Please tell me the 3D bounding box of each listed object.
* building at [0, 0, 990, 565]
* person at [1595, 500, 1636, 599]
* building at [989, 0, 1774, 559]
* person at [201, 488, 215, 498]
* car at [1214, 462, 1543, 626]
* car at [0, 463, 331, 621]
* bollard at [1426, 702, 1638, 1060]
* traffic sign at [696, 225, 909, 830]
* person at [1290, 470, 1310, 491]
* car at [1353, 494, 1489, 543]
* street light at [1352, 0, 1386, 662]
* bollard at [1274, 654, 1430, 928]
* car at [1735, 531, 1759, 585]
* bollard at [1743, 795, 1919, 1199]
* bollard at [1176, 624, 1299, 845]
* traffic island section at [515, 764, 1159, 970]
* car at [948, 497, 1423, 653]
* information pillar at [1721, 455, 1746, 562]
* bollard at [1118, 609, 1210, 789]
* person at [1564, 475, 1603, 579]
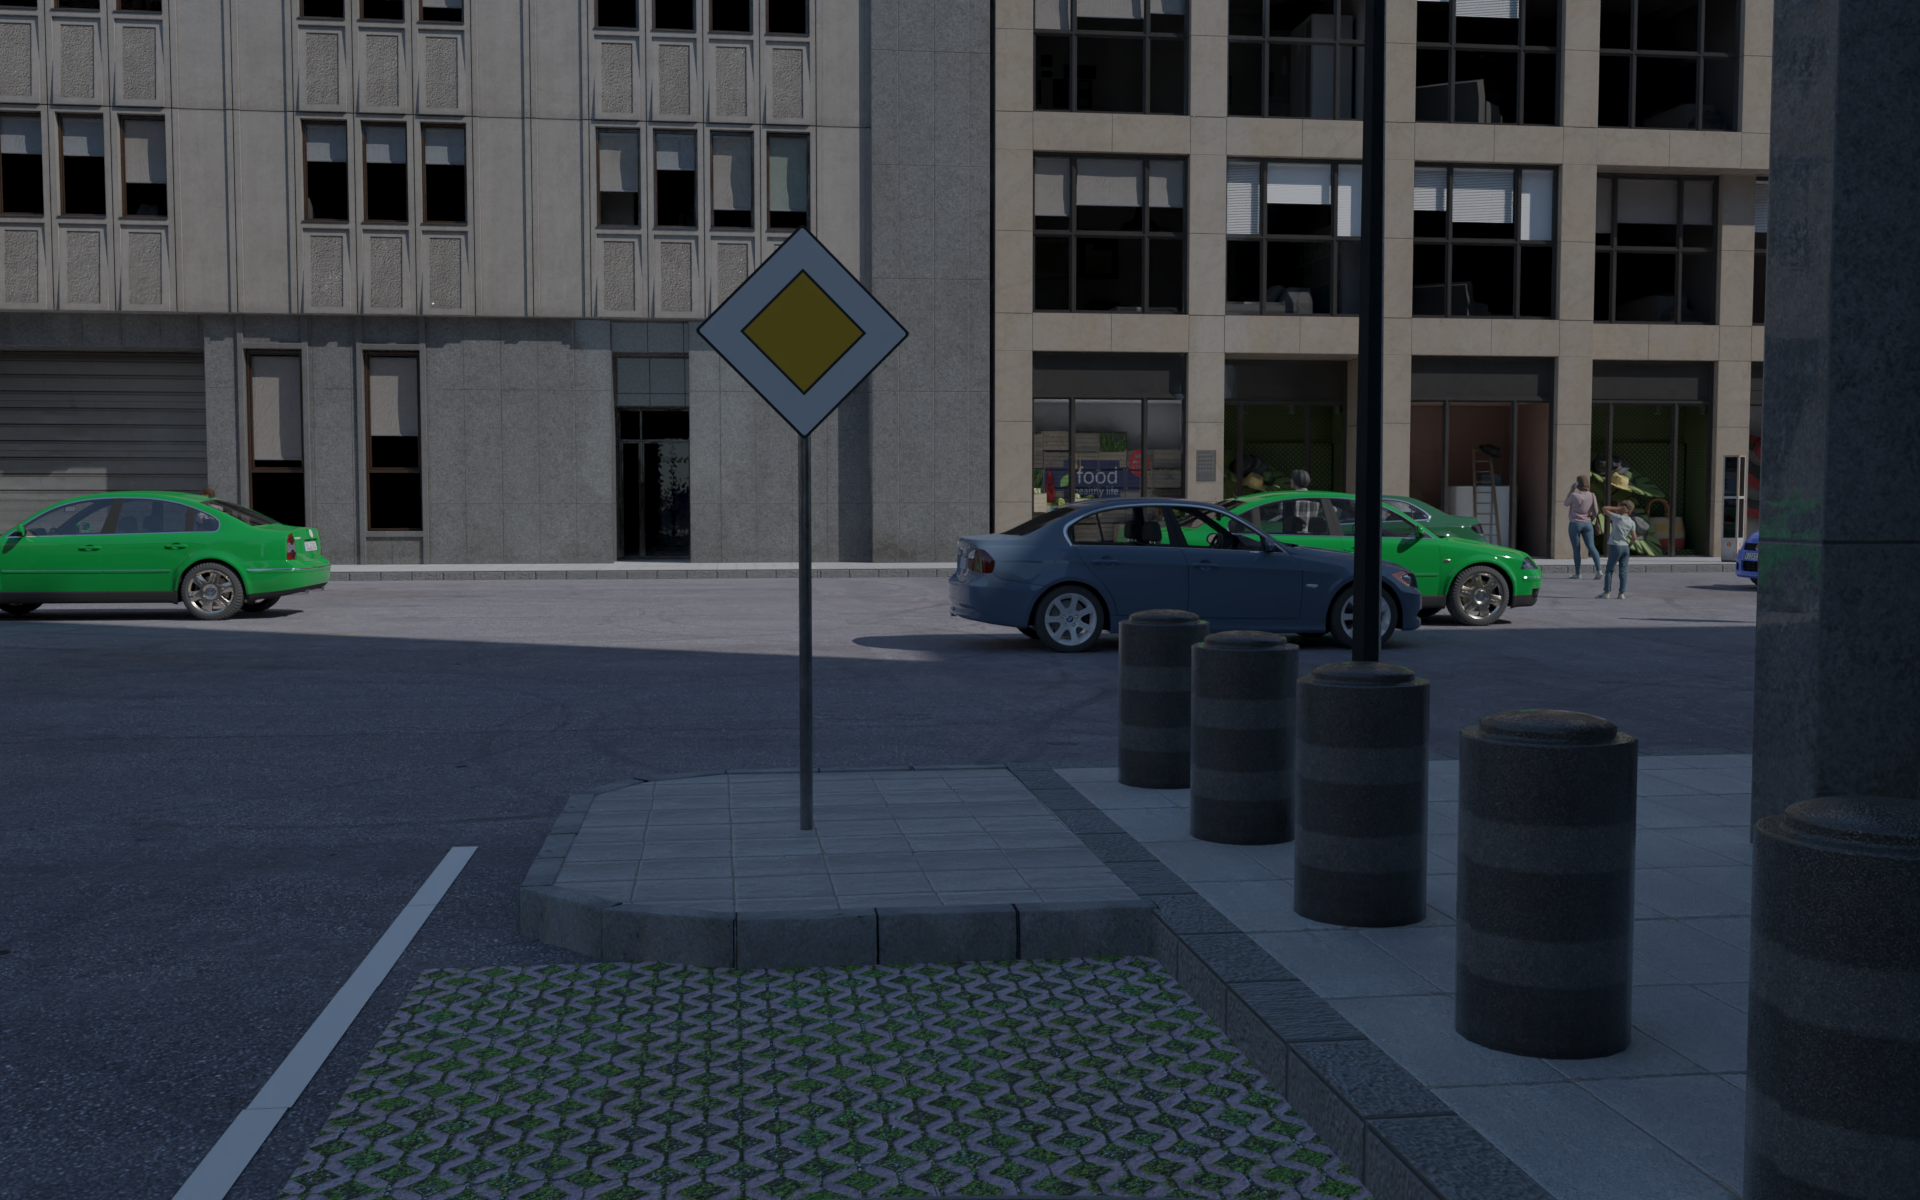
[{"bbox_3d":[-10.091,-13.355,36.370,19.932,24.808,12.078,0,4,-8],"label":"building"},{"bbox_3d":[8.979,-0.691,23.708,0.435,1.345,0.340,-1,4,-14],"label":"person"},{"bbox_3d":[16.241,-14.613,43.438,34.151,26.468,19.350,0,4,-8],"label":"building"},{"bbox_3d":[-11.769,-0.996,27.260,0.523,1.526,0.387,0,4,-4],"label":"person"},{"bbox_3d":[4.147,-0.646,19.354,4.718,1.807,1.959,0,4,-8],"label":"car"},{"bbox_3d":[-9.889,-0.700,20.235,4.718,1.807,1.959,0,4,-6],"label":"car"},{"bbox_3d":[1.383,0.649,4.100,0.404,0.777,0.398,0,3,0],"label":"bollard"},{"bbox_3d":[-0.590,-0.179,6.567,0.795,2.450,0.064,0,4,-8],"label":"traffic sign"},{"bbox_3d":[4.285,-0.761,21.666,0.841,1.734,0.376,-1,4,-19],"label":"person"},{"bbox_3d":[6.445,-1.073,29.339,4.920,1.459,2.131,-1,4,-9],"label":"car"},{"bbox_3d":[0.934,-2.051,6.069,1.470,5.913,1.316,0,4,-8],"label":"street light"},{"bbox_3d":[1.226,0.576,5.295,0.404,0.777,0.398,0,3,0],"label":"bollard"},{"bbox_3d":[13.624,-1.007,26.056,3.694,1.707,1.945,-1,4,-9],"label":"car"},{"bbox_3d":[1.543,0.722,2.909,0.404,0.777,0.398,0,3,0],"label":"bollard"},{"bbox_3d":[1.067,0.503,6.496,0.404,0.777,0.398,0,3,0],"label":"bollard"},{"bbox_3d":[-0.568,0.956,6.648,2.009,0.180,2.903,0,4,-8],"label":"traffic island section"},{"bbox_3d":[2.143,-0.277,16.537,4.499,1.417,2.014,0,4,-7],"label":"car"},{"bbox_3d":[14.570,-1.721,32.632,0.304,2.012,0.304,-3,5,-44],"label":"information pillar"},{"bbox_3d":[0.905,0.429,7.697,0.404,0.777,0.398,0,3,0],"label":"bollard"},{"bbox_3d":[10.540,-1.228,29.162,0.593,1.750,0.643,0,4,-7],"label":"person"}]
